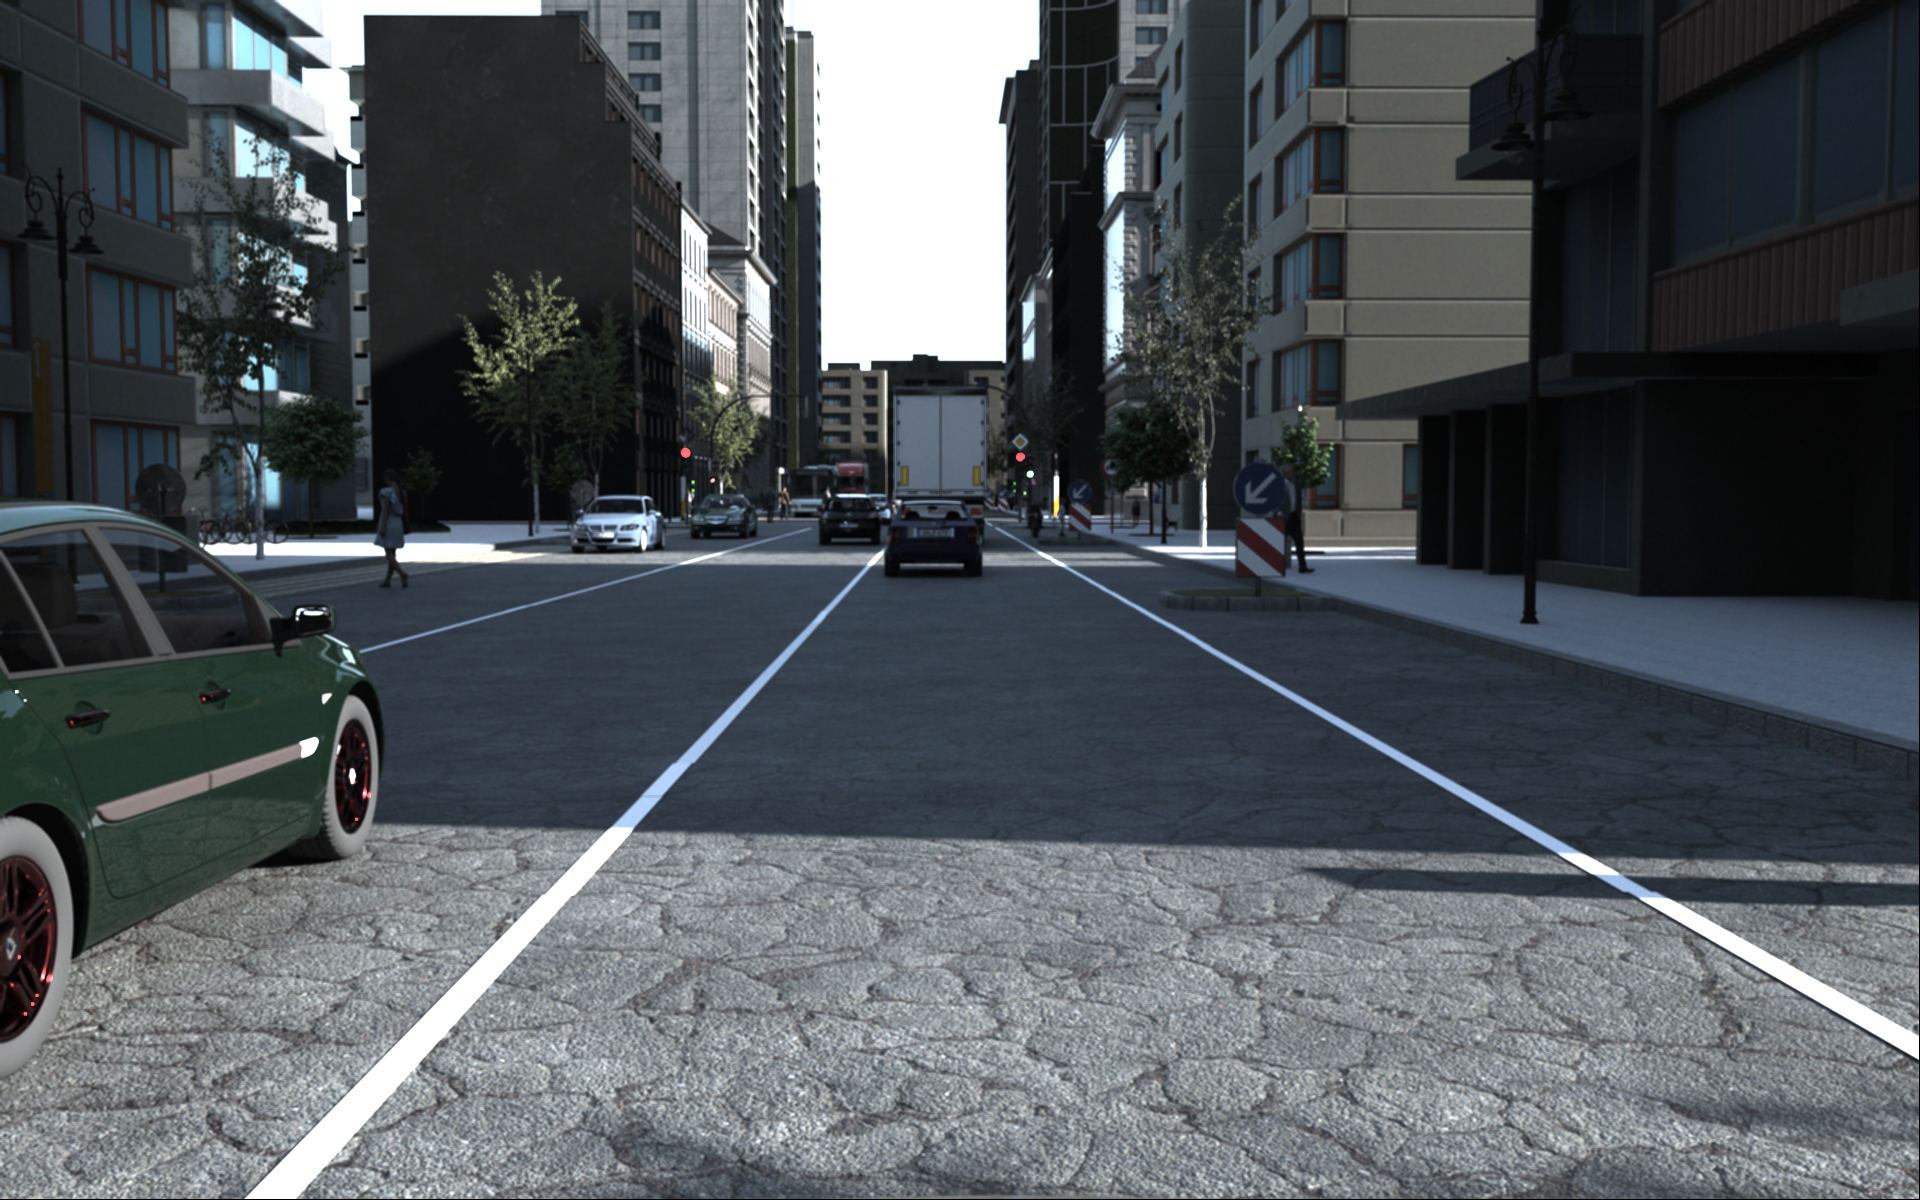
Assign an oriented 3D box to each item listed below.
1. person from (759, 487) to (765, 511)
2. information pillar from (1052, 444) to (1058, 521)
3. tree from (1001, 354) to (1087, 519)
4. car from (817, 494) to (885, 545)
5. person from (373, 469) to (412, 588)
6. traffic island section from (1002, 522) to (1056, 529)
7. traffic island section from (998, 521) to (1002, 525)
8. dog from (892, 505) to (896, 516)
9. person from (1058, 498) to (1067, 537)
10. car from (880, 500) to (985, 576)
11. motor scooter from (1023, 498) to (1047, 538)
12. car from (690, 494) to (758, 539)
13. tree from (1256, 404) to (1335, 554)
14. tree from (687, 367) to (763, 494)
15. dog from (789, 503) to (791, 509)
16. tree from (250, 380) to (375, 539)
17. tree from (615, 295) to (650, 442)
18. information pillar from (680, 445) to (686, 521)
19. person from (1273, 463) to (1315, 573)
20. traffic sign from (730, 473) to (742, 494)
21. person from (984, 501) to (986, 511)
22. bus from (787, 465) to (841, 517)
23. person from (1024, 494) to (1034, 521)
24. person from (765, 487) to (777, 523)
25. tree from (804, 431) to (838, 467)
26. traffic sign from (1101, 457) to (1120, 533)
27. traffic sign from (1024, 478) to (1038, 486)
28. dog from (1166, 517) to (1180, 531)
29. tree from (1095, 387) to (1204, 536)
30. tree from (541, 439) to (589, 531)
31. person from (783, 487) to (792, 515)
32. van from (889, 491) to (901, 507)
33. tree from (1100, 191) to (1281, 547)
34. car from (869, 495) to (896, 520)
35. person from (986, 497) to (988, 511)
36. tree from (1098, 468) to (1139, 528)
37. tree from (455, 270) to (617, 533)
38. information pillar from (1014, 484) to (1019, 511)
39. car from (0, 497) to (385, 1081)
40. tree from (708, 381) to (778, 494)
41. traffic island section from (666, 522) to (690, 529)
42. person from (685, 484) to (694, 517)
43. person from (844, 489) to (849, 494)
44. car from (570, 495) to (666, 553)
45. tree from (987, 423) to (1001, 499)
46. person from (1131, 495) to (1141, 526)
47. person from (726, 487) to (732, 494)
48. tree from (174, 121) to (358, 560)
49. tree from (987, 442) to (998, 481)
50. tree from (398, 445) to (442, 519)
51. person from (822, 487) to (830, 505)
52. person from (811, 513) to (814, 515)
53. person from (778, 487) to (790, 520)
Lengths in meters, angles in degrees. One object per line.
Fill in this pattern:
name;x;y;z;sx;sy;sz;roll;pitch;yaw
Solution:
person;-14.477;-7.421;127.555;0.661;1.801;0.590;1;4;9
information pillar;4.495;-5.505;81.355;0.183;3.616;0.504;2;4;24
tree;4.481;-8.557;90.272;4.360;8.622;3.978;0;3;0
car;-3.170;-2.472;50.201;2.009;1.686;4.222;0;4;-2
person;-8.596;-1.088;26.377;0.778;1.811;0.616;3;4;38
traffic island section;2.908;-3.044;72.058;2.009;0.180;2.903;0;4;-1
traffic island section;2.798;-3.533;80.042;2.009;0.180;2.903;0;4;-1
dog;-3.752;-4.944;97.666;0.513;0.831;0.800;1;4;15
person;3.436;-2.762;57.943;0.394;1.301;0.425;-2;4;-32
car;-0.499;-1.159;31.524;1.945;1.354;3.894;0;4;-1
motor scooter;2.500;-2.748;57.705;0.815;1.314;1.986;0;4;1
car;-7.779;-2.784;57.311;2.131;1.459;4.920;0;4;-1
tree;7.193;-2.605;37.198;1.663;3.219;1.824;0;3;0
tree;-13.661;-9.188;100.588;4.737;8.622;4.395;0;3;0
dog;-14.380;-8.080;146.482;0.800;0.831;0.513;2;4;23
tree;-18.720;-4.061;50.117;4.285;4.588;4.351;0;3;0
tree;-13.494;-6.953;64.051;4.737;8.622;4.395;0;3;0
information pillar;-13.147;-5.567;82.378;0.183;3.616;0.504;1;4;19
person;5.340;-1.315;27.943;0.661;1.777;0.834;-2;4;-34
traffic sign;-13.687;-6.472;105.927;0.768;2.556;0.104;1;4;9
person;2.199;-8.348;145.228;0.529;1.795;0.600;-2;4;-26
bus;-9.008;-6.978;108.951;2.948;3.499;13.247;0;4;-2
person;3.339;-4.606;84.360;0.519;1.759;0.362;2;4;25
person;-9.268;-4.684;85.255;0.661;1.801;0.590;1;4;19
tree;-15.965;-15.292;200.391;4.360;8.622;3.978;0;3;0
traffic sign;4.976;-3.451;56.532;0.768;2.556;0.104;0;4;6
traffic sign;4.421;-6.596;107.844;0.884;2.594;0.081;0;4;4
dog;7.271;-2.614;59.565;0.406;0.507;0.540;2;4;32
tree;5.914;-4.276;53.631;4.285;4.588;4.351;0;3;0
tree;-13.834;-4.029;60.468;1.663;3.219;1.824;0;3;0
person;-11.946;-6.810;119.207;0.474;1.900;0.648;-3;5;-41
van;-5.691;-9.588;163.770;2.013;2.044;4.112;0;4;-3
tree;5.599;-5.565;41.358;4.360;8.622;3.978;0;3;0
car;-4.154;-4.452;84.785;2.014;1.417;4.499;0;4;-1
person;2.338;-8.232;143.261;0.590;1.801;0.661;-2;4;-33
tree;6.002;-4.343;65.615;1.663;3.219;1.824;0;3;0
tree;-14.021;-6.472;56.187;4.737;8.622;4.395;0;3;0
information pillar;4.209;-7.619;129.056;0.304;2.012;0.304;0;4;4
car;-3.194;0.258;5.569;2.009;1.686;4.222;0;4;-2
tree;-13.915;-9.811;110.766;4.360;8.622;3.978;0;3;0
traffic island section;-11.332;-3.033;71.868;2.009;0.180;2.903;0;4;-1
person;-15.564;-5.697;99.032;0.661;1.843;0.795;0;4;-8
person;-7.949;-6.755;119.163;0.699;1.804;1.509;-1;4;-22
car;-8.534;-1.930;43.554;2.014;1.417;4.499;0;3;0
tree;3.584;-13.276;167.420;4.360;8.622;3.978;0;3;0
person;7.041;-3.581;69.269;0.362;1.253;0.373;2;4;26
person;-11.853;-4.899;88.944;0.721;1.781;0.623;1;4;17
tree;-13.924;-5.092;33.609;4.360;8.622;3.978;0;3;0
tree;3.126;-17.224;231.976;4.737;8.622;4.395;0;3;0
tree;-21.123;-4.489;67.999;1.663;3.219;1.824;0;3;0
person;-7.460;-5.407;97.008;0.850;1.850;0.679;-2;4;-24
person;-10.310;-6.831;120.193;0.555;1.821;0.388;1;4;12
person;-9.849;-5.425;97.111;0.656;1.842;0.836;-2;4;-25
